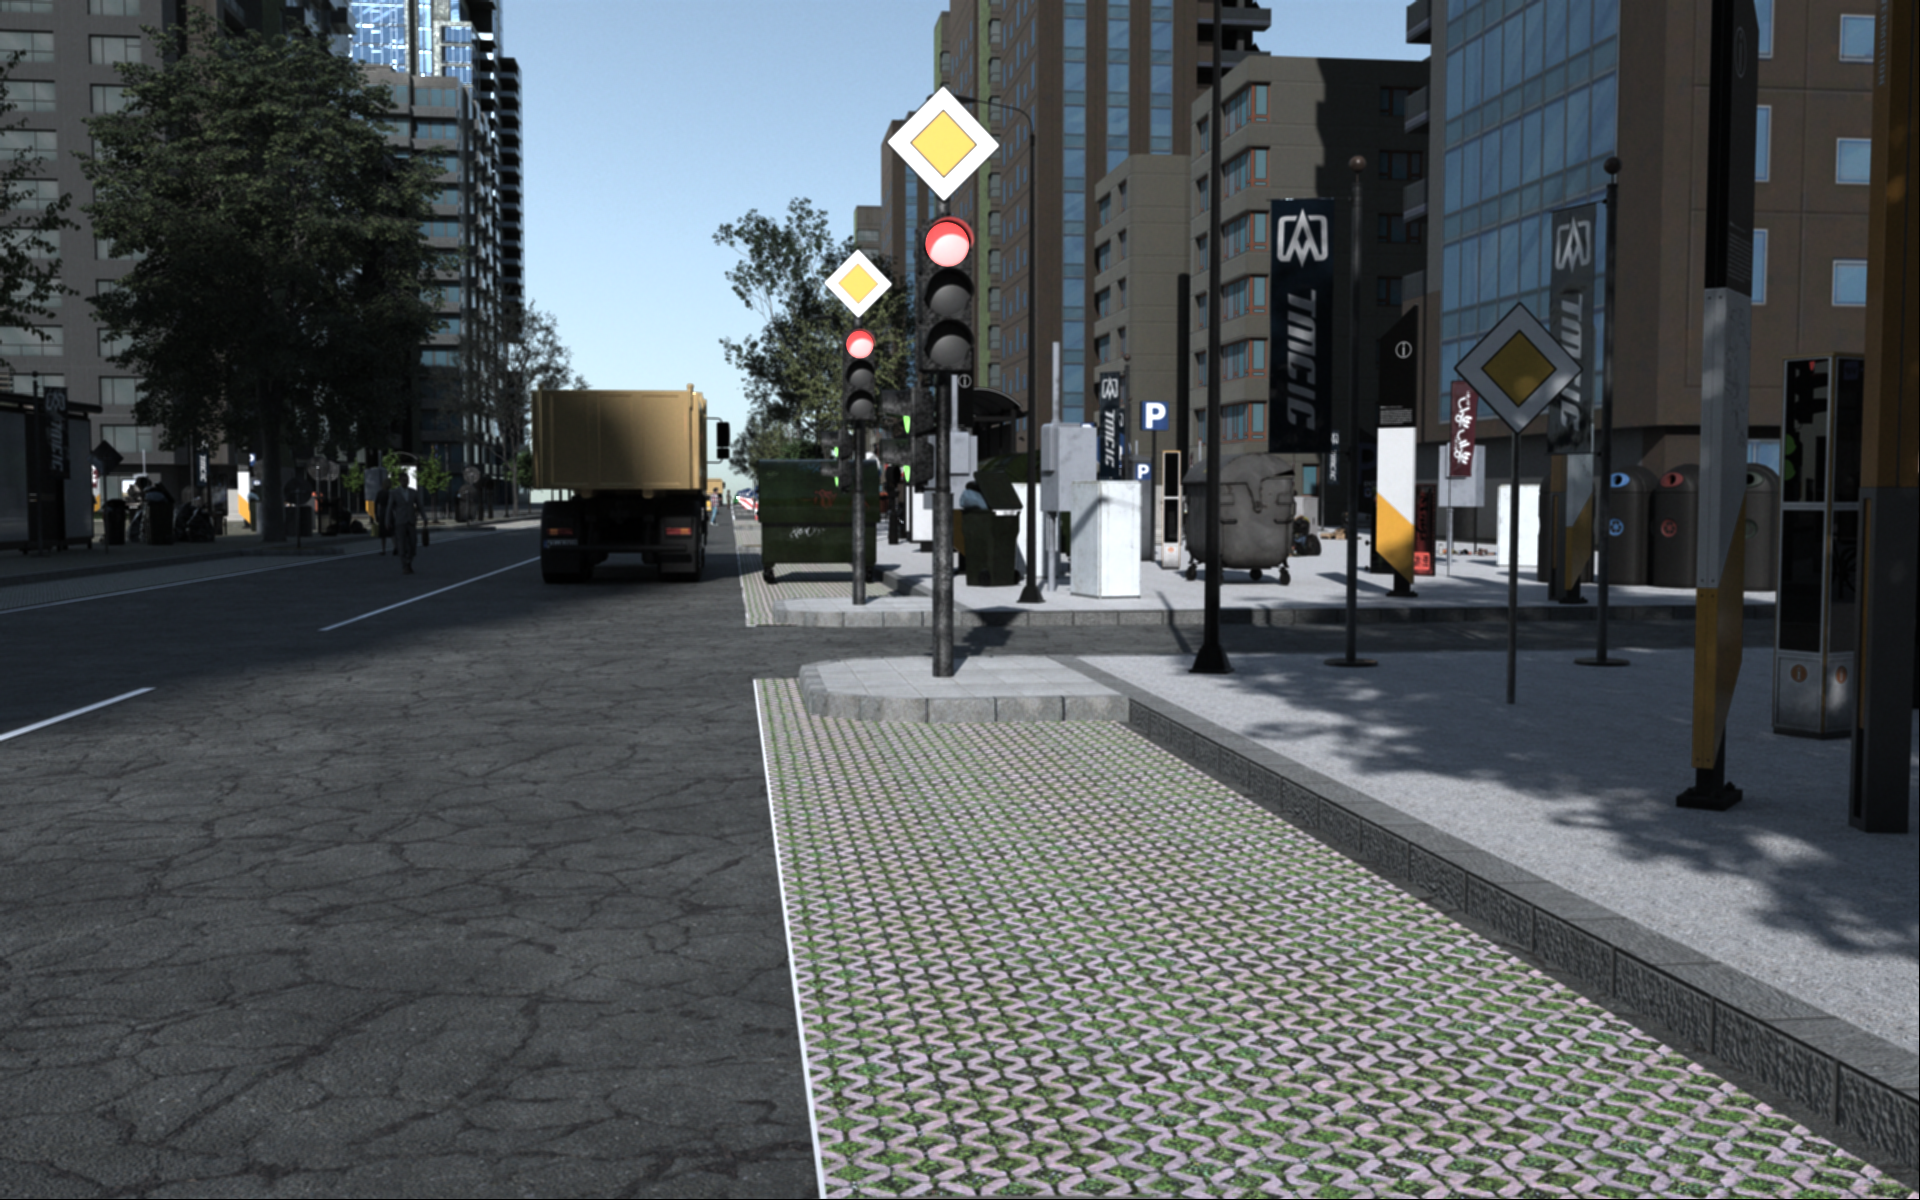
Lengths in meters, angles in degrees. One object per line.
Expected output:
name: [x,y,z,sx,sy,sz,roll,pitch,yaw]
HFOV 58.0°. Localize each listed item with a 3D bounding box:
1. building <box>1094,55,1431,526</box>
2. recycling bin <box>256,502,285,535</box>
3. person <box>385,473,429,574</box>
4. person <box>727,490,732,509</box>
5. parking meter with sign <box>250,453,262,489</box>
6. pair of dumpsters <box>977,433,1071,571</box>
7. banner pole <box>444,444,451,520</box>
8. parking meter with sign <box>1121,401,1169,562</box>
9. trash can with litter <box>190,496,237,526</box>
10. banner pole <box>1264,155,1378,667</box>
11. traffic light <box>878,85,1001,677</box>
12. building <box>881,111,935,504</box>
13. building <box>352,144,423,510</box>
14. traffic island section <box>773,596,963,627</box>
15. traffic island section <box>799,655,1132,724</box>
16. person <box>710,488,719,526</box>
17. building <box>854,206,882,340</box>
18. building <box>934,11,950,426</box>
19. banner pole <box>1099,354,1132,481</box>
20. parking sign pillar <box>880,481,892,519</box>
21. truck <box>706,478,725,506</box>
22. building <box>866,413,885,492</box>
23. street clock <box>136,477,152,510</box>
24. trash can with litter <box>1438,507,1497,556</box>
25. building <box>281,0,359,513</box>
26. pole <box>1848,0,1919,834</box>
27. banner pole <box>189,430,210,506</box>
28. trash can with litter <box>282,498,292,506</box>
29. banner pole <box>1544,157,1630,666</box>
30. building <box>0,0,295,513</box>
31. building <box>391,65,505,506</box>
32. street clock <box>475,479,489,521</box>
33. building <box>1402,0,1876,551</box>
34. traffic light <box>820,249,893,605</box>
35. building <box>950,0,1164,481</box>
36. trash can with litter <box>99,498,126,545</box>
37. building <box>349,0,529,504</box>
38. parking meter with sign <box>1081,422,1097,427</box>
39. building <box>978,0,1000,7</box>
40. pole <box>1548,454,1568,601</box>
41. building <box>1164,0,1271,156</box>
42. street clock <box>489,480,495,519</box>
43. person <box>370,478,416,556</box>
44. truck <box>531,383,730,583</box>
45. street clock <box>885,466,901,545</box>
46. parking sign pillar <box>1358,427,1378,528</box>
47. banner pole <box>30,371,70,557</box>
building: [23.150,-14.656,84.660,27.650,21.520,28.899,0,4,-8]
recycling bin: [-21.637,-2.556,54.350,0.722,1.027,0.722,-2,4,-34]
person: [-9.942,-1.377,31.137,0.709,1.813,0.853,-3,4,-38]
person: [-21.878,-9.513,164.044,0.705,1.824,1.348,1,4,11]
parking meter with sign: [-29.991,-4.731,73.620,0.543,3.016,1.738,-3,4,-36]
pair of dumpsters: [1.042,-1.661,29.644,1.574,2.255,4.437,0,4,-8]
banner pole: [-25.767,-5.935,87.056,0.401,3.779,0.863,-1,4,-21]
parking meter with sign: [3.423,-2.269,33.353,0.543,3.016,1.738,-1,4,-16]
trash can with litter: [-29.843,-3.515,68.523,2.233,1.210,1.678,0,4,-1]
banner pole: [2.711,-1.403,12.951,0.863,3.779,0.401,1,4,9]
traffic light: [-0.138,-1.417,12.086,0.839,4.253,0.868,0,4,-8]
building: [-1.731,-33.878,204.012,14.600,45.320,14.200,0,4,-8]
building: [-52.677,-22.638,141.834,14.160,30.474,14.107,0,4,-8]
traffic island section: [-1.151,0.132,20.121,2.009,0.180,2.903,0,4,-8]
traffic island section: [-0.097,0.616,12.205,2.009,0.180,2.903,0,4,-8]
person: [-11.179,-4.248,78.792,0.643,1.720,0.563,-3,5,-39]
building: [-8.195,-34.524,248.067,14.154,41.232,14.086,0,4,-8]
building: [4.532,-28.635,151.777,14.154,41.232,14.086,0,4,-8]
banner pole: [2.819,-2.518,31.184,0.863,3.779,0.401,3,5,45]
parking sign pillar: [-3.505,-6.148,88.990,1.447,3.967,1.447,0,4,5]
truck: [-30.601,-13.298,213.353,3.469,3.379,9.791,-1,4,-9]
building: [1.453,-23.442,228.308,27.650,21.520,28.899,0,4,-8]
street clock: [-33.975,-4.123,71.978,0.358,2.002,0.471,1,4,17]
trash can with litter: [10.955,-1.553,36.453,2.233,1.210,1.678,3,4,36]
building: [-54.138,-30.488,118.092,23.786,49.044,30.456,0,4,-8]
pole: [3.512,-0.776,6.526,0.158,3.312,0.155,0,3,0]
banner pole: [-29.305,-4.689,66.690,0.863,3.779,0.401,-1,4,-20]
trash can with litter: [-24.394,-3.091,61.921,1.055,1.170,0.624,0,4,-8]
banner pole: [4.753,-1.416,13.174,0.401,3.779,0.863,-2,4,-23]
building: [-46.634,-25.279,96.901,14.154,41.232,14.086,0,4,-8]
building: [-65.568,-35.517,200.313,23.786,49.044,30.456,0,4,-8]
street clock: [-23.044,-4.807,83.166,0.358,2.002,0.471,2,4,30]
building: [20.432,-23.976,42.114,14.200,45.320,14.600,0,4,-8]
traffic light: [-1.192,-1.901,20.001,0.839,4.253,0.868,0,4,-8]
building: [6.944,-29.792,137.213,14.600,45.320,14.200,0,4,-8]
trash can with litter: [-21.505,-1.981,43.780,0.624,1.170,1.055,-3,5,-45]
building: [-68.789,-56.086,229.682,22.319,86.520,31.000,0,4,-8]
parking meter with sign: [2.460,-2.785,41.803,1.738,3.016,0.543,-3,4,-36]
building: [8.088,-26.890,123.250,14.154,41.232,14.086,0,4,-8]
pole: [7.209,-1.648,20.793,0.158,3.312,0.155,0,3,0]
building: [10.446,-28.060,108.894,14.600,45.320,14.200,0,4,-8]
street clock: [-24.221,-5.181,89.275,0.471,2.002,0.358,-2,4,-26]
person: [-13.238,-1.935,40.359,0.699,1.804,1.509,-2,4,-33]
truck: [-5.939,-2.179,31.548,3.469,3.379,9.791,0,4,-7]
street clock: [-1.692,-2.411,43.991,0.358,2.002,0.471,2,4,25]
parking sign pillar: [15.473,-4.707,65.434,1.447,3.967,1.447,1,4,18]
banner pole: [-18.641,-2.780,35.464,0.401,3.779,0.863,3,5,41]
